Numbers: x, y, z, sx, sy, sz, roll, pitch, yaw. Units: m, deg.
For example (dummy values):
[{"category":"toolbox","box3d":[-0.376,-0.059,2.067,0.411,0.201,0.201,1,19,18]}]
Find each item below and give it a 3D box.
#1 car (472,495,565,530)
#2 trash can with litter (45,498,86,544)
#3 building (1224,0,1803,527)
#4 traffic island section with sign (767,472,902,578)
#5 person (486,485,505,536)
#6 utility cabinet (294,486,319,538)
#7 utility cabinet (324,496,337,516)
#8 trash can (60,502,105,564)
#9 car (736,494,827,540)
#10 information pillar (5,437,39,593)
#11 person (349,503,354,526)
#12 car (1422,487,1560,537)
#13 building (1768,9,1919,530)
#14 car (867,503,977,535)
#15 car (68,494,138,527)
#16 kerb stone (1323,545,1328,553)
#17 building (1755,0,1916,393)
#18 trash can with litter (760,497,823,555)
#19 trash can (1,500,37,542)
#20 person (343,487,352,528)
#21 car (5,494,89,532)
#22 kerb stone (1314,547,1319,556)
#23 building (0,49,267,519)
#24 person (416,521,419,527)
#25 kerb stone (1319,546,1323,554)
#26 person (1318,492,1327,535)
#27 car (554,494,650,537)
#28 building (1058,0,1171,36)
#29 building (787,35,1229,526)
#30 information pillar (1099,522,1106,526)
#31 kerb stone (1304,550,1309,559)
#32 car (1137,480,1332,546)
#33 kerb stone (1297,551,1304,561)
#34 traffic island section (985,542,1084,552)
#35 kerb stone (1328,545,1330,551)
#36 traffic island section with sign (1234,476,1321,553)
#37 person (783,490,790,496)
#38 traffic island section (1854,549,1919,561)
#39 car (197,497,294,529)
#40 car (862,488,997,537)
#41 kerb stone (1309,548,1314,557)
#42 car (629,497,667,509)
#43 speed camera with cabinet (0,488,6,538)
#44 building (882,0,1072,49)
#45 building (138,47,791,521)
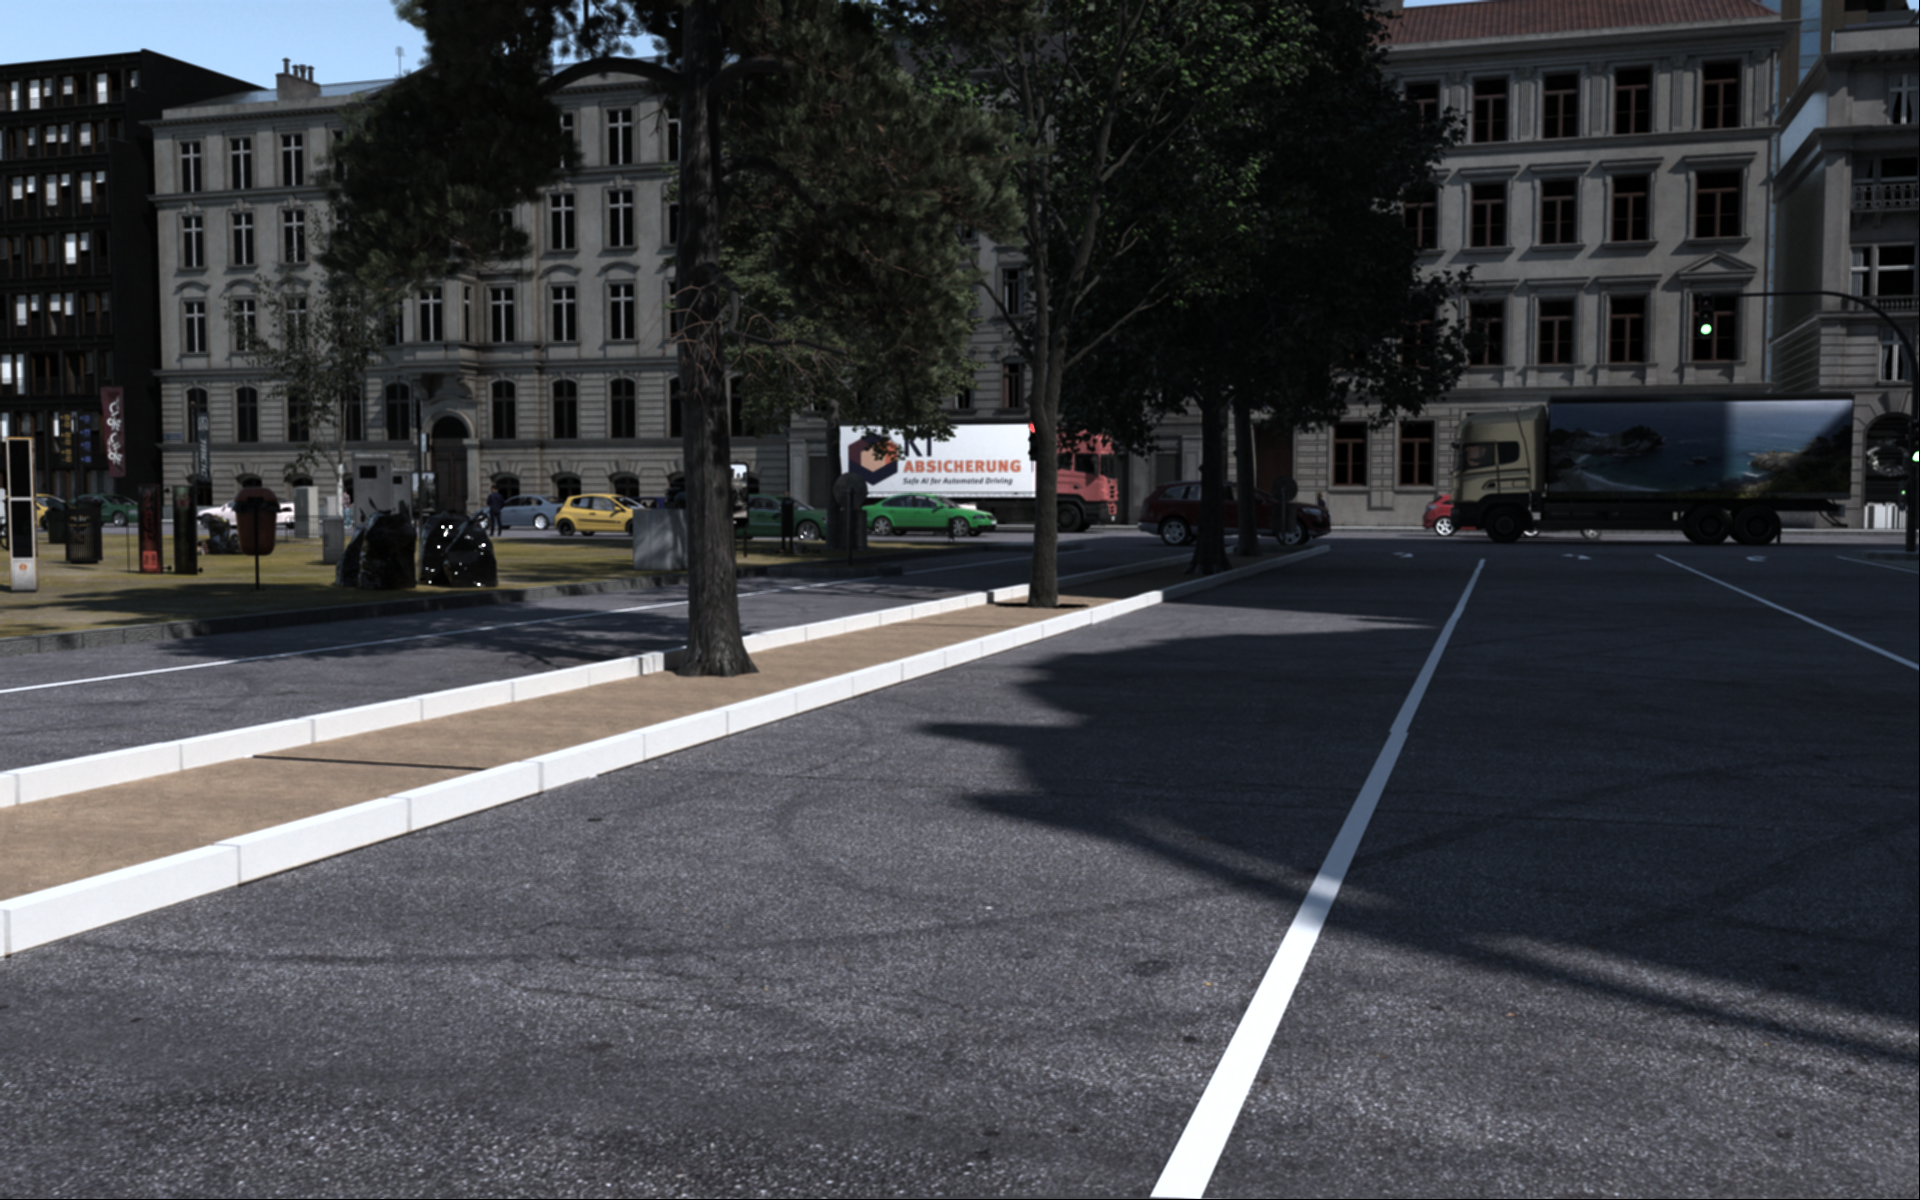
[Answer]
[{"category":"car","box3d":[-17.602,-3.558,70.173,4.499,1.417,2.014,1,4,20]},{"category":"trash can with litter","box3d":[-22.985,-2.031,44.587,1.055,1.170,0.624,1,4,13]},{"category":"building","box3d":[21.591,-14.336,70.558,21.152,22.565,11.583,1,4,18]},{"category":"traffic island section with sign","box3d":[-2.108,-1.342,30.571,1.989,1.847,2.006,1,4,18]},{"category":"person","box3d":[-15.841,-3.042,58.943,0.504,1.737,0.576,3,4,39]},{"category":"utility cabinet","box3d":[-18.888,-2.528,50.009,0.318,1.500,1.173,-3,5,-40]},{"category":"utility cabinet","box3d":[-18.579,-2.445,51.130,0.306,1.237,1.020,-2,4,-24]},{"category":"trash can","box3d":[-16.091,-1.232,31.794,0.748,1.137,0.748,0,3,0]},{"category":"car","box3d":[-5.487,-2.409,51.188,4.920,1.459,2.131,1,4,18]},{"category":"information pillar","box3d":[-12.211,-1.105,22.564,0.304,2.012,0.304,-1,4,-22]},{"category":"person","box3d":[-26.333,-4.105,75.888,0.850,1.792,0.678,-1,4,-12]},{"category":"car","box3d":[17.911,-3.021,58.426,4.494,1.783,2.155,1,4,19]},{"category":"building","box3d":[43.711,-13.597,64.104,24.055,21.916,13.314,1,4,18]},{"category":"car","box3d":[-1.739,-3.030,61.907,4.827,1.381,2.083,1,4,18]},{"category":"car","box3d":[-37.689,-3.966,76.639,4.920,1.459,2.131,1,4,19]},{"category":"kerb stone","box3d":[8.759,-1.209,42.059,0.120,0.150,1.000,1,4,18]},{"category":"building","box3d":[61.839,-29.352,130.010,14.600,45.320,14.200,1,4,18]},{"category":"trash can with litter","box3d":[-3.544,-1.639,37.854,1.678,1.210,2.233,1,4,14]},{"category":"trash can","box3d":[-22.494,-1.822,41.440,0.748,1.137,0.748,0,3,0]},{"category":"person","box3d":[-25.804,-3.883,72.823,0.643,1.720,0.563,-3,5,-40]},{"category":"car","box3d":[-35.619,-3.477,67.065,3.980,1.641,2.015,1,4,19]},{"category":"kerb stone","box3d":[8.137,-1.087,40.102,0.120,0.150,1.000,1,4,18]},{"category":"building","box3d":[-46.872,-16.095,92.826,15.834,23.373,12.332,1,4,18]},{"category":"person","box3d":[-22.846,-4.013,73.998,0.818,1.842,0.514,1,4,14]},{"category":"kerb stone","box3d":[8.442,-1.155,41.080,0.120,0.150,1.000,1,4,18]},{"category":"person","box3d":[12.693,-3.075,61.319,0.613,1.512,0.480,0,4,5]},{"category":"car","box3d":[-11.733,-2.966,58.717,3.980,1.641,2.015,1,4,17]},{"category":"building","box3d":[20.558,-30.253,149.265,22.147,44.769,28.867,1,4,18]},{"category":"building","box3d":[2.536,-13.857,75.720,18.267,20.994,9.793,1,4,18]},{"category":"information pillar","box3d":[5.789,-4.797,69.788,0.183,3.616,0.504,2,4,27]},{"category":"kerb stone","box3d":[7.508,-0.976,38.146,0.120,0.150,1.000,1,4,18]},{"category":"car","box3d":[7.589,-2.404,47.977,5.304,1.827,2.281,1,4,17]},{"category":"kerb stone","box3d":[7.200,-0.915,37.168,0.120,0.150,1.000,1,4,18]},{"category":"traffic island section","box3d":[1.999,-1.359,44.499,2.009,0.180,2.903,1,4,18]},{"category":"kerb stone","box3d":[9.077,-1.271,43.041,0.120,0.150,1.000,1,4,18]},{"category":"traffic island section with sign","box3d":[7.935,-2.123,42.852,2.006,1.907,1.989,1,4,18]},{"category":"person","box3d":[-5.748,-2.825,56.902,0.499,1.552,0.429,-2,4,-35]},{"category":"traffic island section","box3d":[21.085,-0.986,38.398,2.009,0.180,2.903,1,4,18]},{"category":"car","box3d":[-29.157,-3.610,71.384,4.827,1.381,2.083,1,4,16]},{"category":"car","box3d":[-1.073,-3.061,58.845,4.718,1.807,1.959,1,4,19]},{"category":"kerb stone","box3d":[7.824,-1.035,39.125,0.120,0.150,1.000,1,4,18]},{"category":"car","box3d":[-12.671,-3.427,68.615,3.894,1.354,1.945,1,4,18]},{"category":"speed camera with cabinet","box3d":[-29.107,-3.451,50.765,2.038,3.252,0.660,0,4,6]},{"category":"building","box3d":[2.460,-37.012,194.392,27.495,52.752,28.713,1,4,18]},{"category":"building","box3d":[-22.111,-16.295,85.500,34.723,24.649,14.460,1,4,18]}]
